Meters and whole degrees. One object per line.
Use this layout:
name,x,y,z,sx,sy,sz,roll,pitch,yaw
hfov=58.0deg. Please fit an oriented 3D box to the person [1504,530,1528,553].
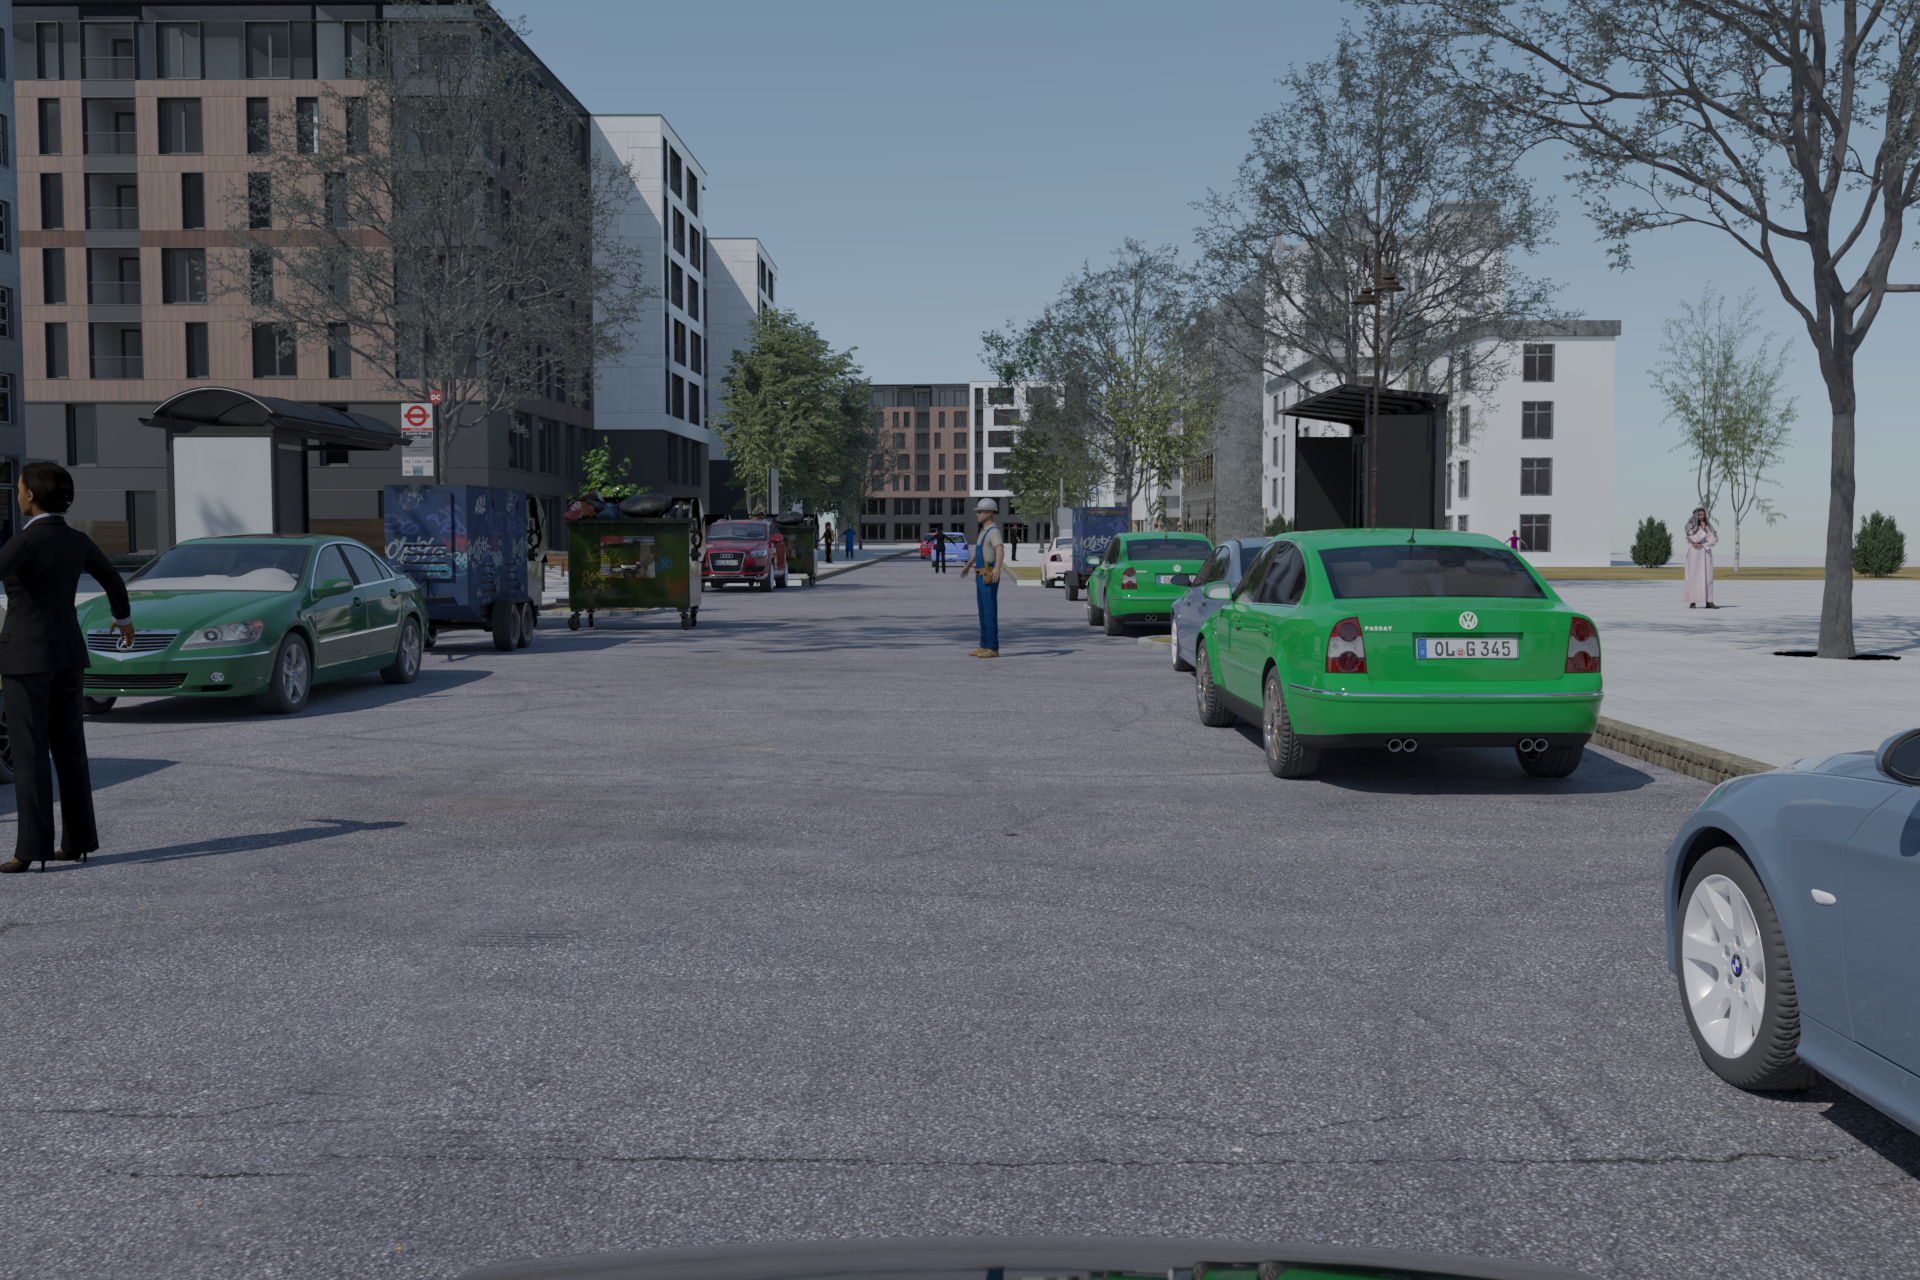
person,18.692,-3.011,58.489,0.991,1.433,0.599,0,4,1

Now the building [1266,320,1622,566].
building,21.402,-8.560,82.111,9.099,9.664,28.070,0,4,0

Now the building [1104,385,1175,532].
building,23.240,-22.013,216.326,16.016,20.090,11.380,0,4,1

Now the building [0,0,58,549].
building,-32.345,-13.511,39.316,11.959,24.771,22.079,0,4,1

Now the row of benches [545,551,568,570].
row of benches,-14.384,-2.841,61.919,4.104,0.672,1.422,1,4,12

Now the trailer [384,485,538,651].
trailer,-6.164,-0.839,20.765,1.471,1.999,3.904,0,4,1

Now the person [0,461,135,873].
person,-3.990,0.106,7.441,0.721,1.740,1.216,1,4,16

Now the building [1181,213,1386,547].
building,26.579,-18.052,126.086,19.493,23.208,18.063,0,4,0

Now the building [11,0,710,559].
building,-28.475,-14.597,82.636,27.936,21.610,32.646,0,4,1

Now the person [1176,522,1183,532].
person,10.105,-4.531,80.053,0.705,1.833,1.349,1,4,19

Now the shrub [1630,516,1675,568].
shrub,25.942,-3.702,64.942,1.690,2.028,1.600,0,3,0

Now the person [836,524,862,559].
person,-5.600,-4.992,87.746,1.347,1.817,0.704,0,4,4

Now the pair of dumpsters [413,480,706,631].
pair of dumpsters,-6.123,-1.296,26.146,4.436,2.255,1.574,0,4,0

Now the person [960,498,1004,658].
person,0.293,-0.726,20.187,0.705,1.847,1.347,-1,4,-16

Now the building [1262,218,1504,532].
building,24.634,-15.542,110.525,16.016,20.090,11.380,0,3,0

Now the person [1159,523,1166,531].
person,8.621,-4.166,74.577,0.721,1.772,1.216,-2,4,-24

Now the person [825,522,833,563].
person,-5.796,-4.320,76.826,0.705,1.806,1.347,0,4,1

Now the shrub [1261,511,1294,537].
shrub,10.405,-3.162,56.120,1.690,2.028,1.600,0,3,0

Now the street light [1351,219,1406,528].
street light,6.214,-3.247,25.880,0.468,5.910,1.993,0,4,0

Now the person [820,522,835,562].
person,-6.077,-4.513,79.549,0.705,1.858,1.354,-2,4,-34

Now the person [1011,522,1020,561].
person,2.609,-4.679,82.440,0.705,1.837,1.347,-1,4,-12

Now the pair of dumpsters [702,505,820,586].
pair of dumpsters,-6.111,-2.625,47.871,4.436,2.255,1.574,0,4,0

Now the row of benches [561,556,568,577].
row of benches,-11.146,-2.340,53.730,1.422,0.672,4.104,1,4,17

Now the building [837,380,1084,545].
building,0.733,-24.299,243.726,32.646,21.610,27.936,0,4,7

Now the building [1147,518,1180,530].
building,26.697,-20.925,198.546,16.016,20.090,11.380,0,3,0

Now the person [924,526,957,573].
person,-0.708,-3.298,63.100,1.216,1.740,0.721,0,4,3

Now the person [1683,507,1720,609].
person,12.709,-1.410,29.771,0.551,1.740,0.621,-1,4,-21

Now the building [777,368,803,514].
building,-23.208,-20.213,186.907,16.016,20.090,11.380,0,4,0

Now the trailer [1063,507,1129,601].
trailer,3.010,-1.904,38.171,1.471,1.999,3.904,0,4,-1

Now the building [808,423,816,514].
building,-27.763,-23.212,210.446,19.493,23.208,18.063,0,4,1

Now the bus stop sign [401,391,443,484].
bus stop sign,-9.957,-2.667,32.305,0.855,3.939,0.416,0,4,0

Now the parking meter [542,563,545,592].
parking meter,-9.413,-1.838,38.460,0.372,1.533,0.369,0,3,0

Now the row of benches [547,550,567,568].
row of benches,-14.529,-3.056,65.423,4.104,0.672,1.422,2,4,28

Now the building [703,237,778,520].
building,-27.901,-16.727,117.459,27.936,21.610,32.646,0,4,0

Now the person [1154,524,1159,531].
person,9.886,-4.983,87.658,0.705,1.806,1.347,-1,4,-11

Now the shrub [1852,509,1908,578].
shrub,26.989,-2.845,50.936,1.690,2.028,1.600,0,3,0

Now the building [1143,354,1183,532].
building,24.470,-19.914,182.005,16.016,20.090,11.380,0,4,1

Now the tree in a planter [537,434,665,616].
tree in a planter,-6.405,-2.076,31.168,1.991,3.239,1.994,0,4,1
